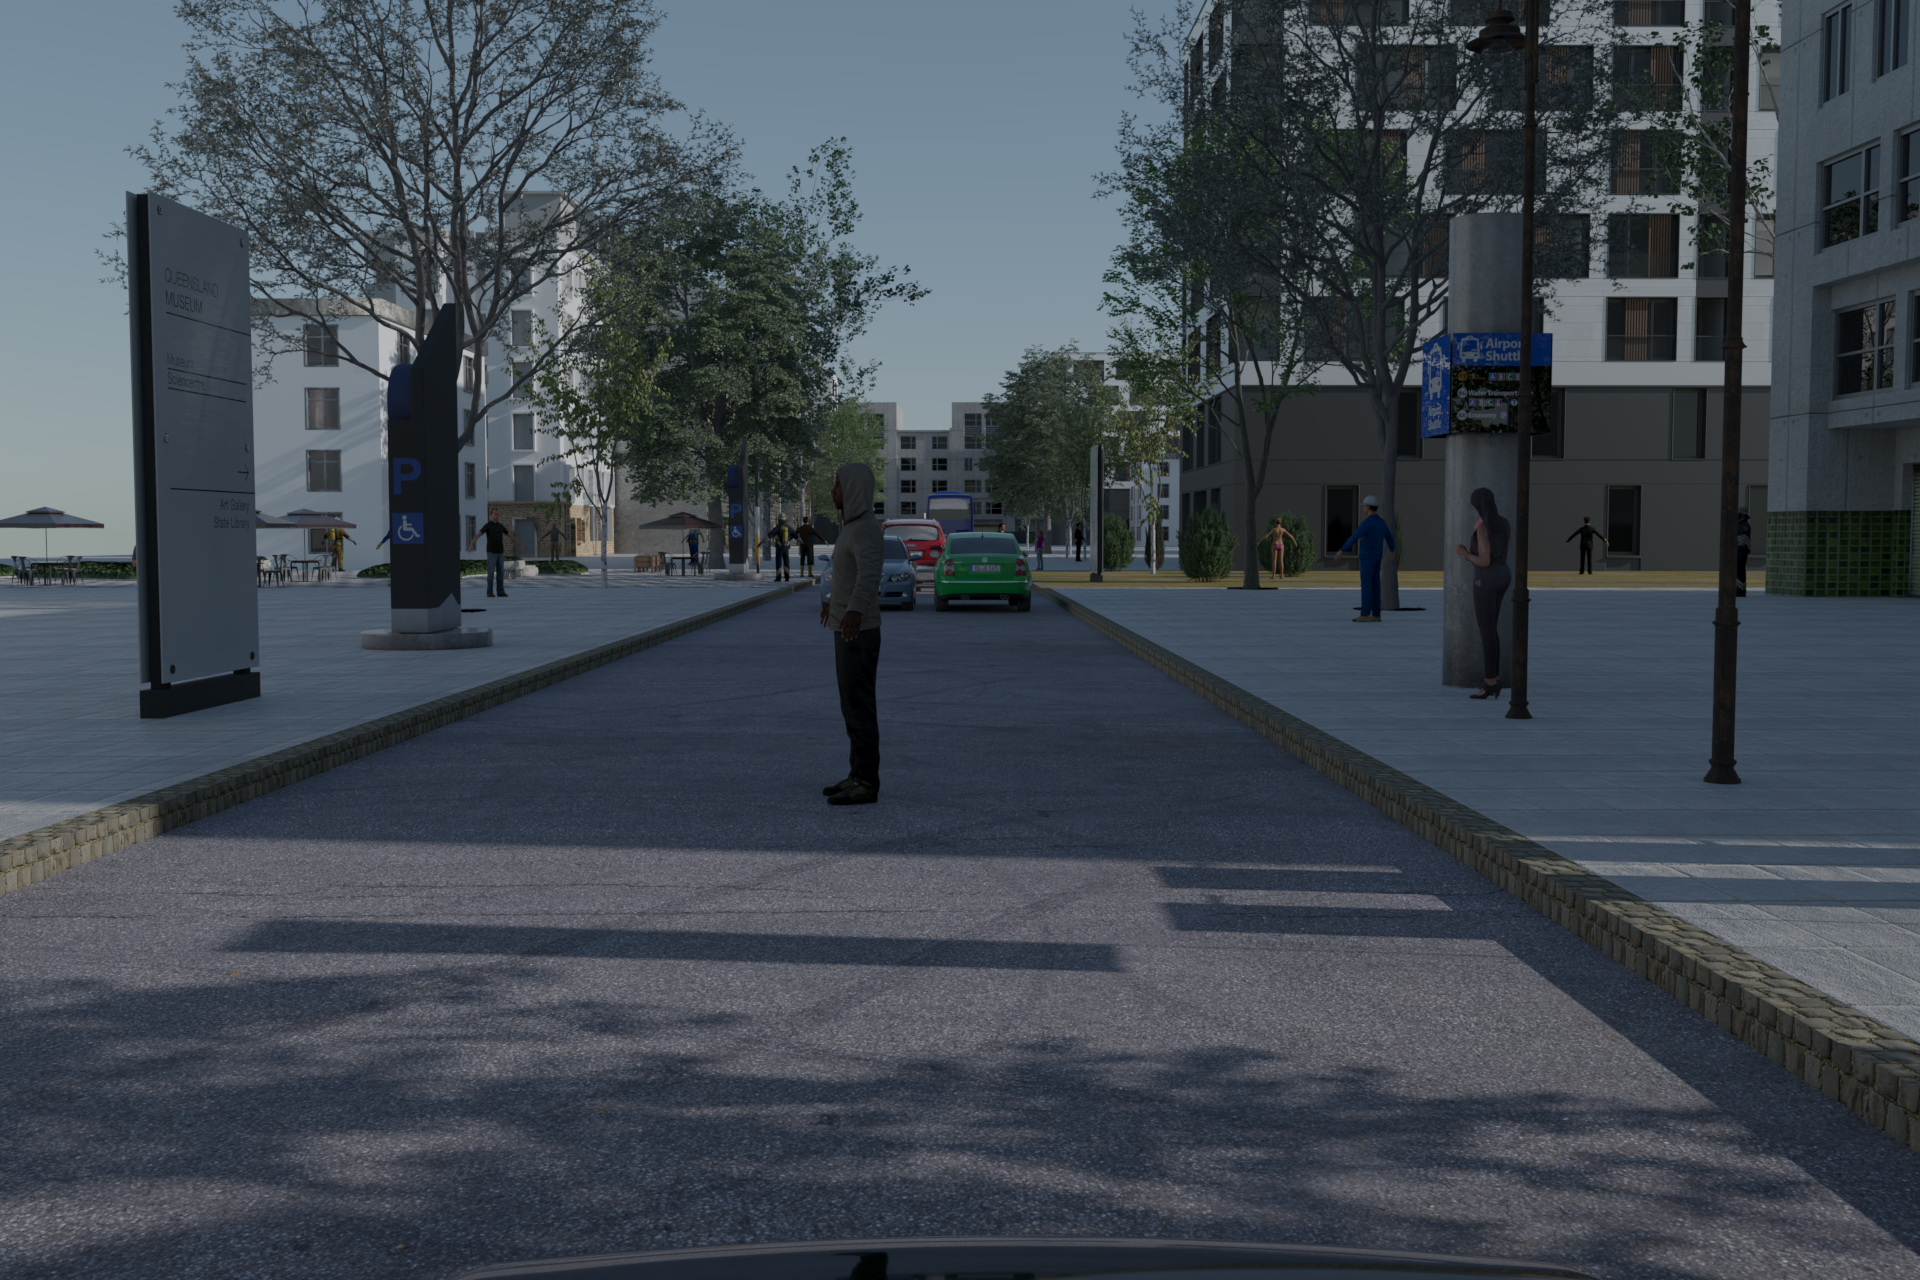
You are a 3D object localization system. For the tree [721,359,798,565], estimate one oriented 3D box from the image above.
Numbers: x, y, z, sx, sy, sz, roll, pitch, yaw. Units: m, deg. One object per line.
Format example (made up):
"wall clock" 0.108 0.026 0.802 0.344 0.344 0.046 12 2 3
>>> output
"tree" -8.511 -7.409 71.502 4.737 8.622 4.395 0 3 0

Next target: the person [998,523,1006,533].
"person" 1.452 -3.091 59.175 1.347 1.806 0.705 -3 5 -44

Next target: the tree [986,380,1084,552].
"tree" 5.320 -12.726 126.191 7.486 12.596 7.792 0 3 0

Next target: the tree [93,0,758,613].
"tree" -8.356 -7.210 28.259 12.009 13.543 11.850 0 3 0

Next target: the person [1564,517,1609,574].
"person" 19.915 -3.005 55.062 1.347 1.837 0.705 1 4 17

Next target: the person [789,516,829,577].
"person" -4.602 -2.794 51.821 1.346 1.812 0.704 0 4 7

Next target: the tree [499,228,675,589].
"tree" -8.516 -5.531 40.798 4.737 8.622 4.395 0 3 0

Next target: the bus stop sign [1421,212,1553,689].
"bus stop sign" 4.402 -1.562 14.552 0.837 3.901 0.837 0 4 -1

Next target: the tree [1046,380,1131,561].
"tree" 6.300 -8.160 83.775 4.737 8.622 4.395 0 3 0

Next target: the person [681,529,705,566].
"person" -10.793 -3.942 70.307 1.347 1.847 0.705 3 5 39

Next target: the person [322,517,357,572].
"person" -21.189 -3.254 58.974 1.354 1.858 0.705 1 4 16

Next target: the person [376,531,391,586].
"person" -13.965 -2.259 42.900 0.705 1.833 1.349 1 4 16

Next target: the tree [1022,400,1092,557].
"tree" 6.026 -8.833 94.783 4.360 8.622 3.978 0 3 0

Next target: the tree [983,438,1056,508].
"tree" 6.168 -12.365 136.580 8.767 10.594 7.601 0 4 -5

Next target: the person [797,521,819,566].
"person" -6.138 -3.939 70.524 0.704 1.817 1.347 2 4 33

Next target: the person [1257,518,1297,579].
"person" 9.070 -2.616 49.580 1.217 1.733 0.721 -1 4 -8

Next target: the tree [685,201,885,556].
"tree" -10.412 -15.020 101.467 12.611 20.169 13.585 0 3 0

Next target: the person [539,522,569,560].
"person" -18.008 -4.318 76.870 1.348 1.796 0.705 0 4 4

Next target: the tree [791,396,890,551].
"tree" -8.977 -12.483 129.852 9.928 11.665 9.643 0 3 0

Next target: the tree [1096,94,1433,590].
"tree" 6.882 -6.986 39.971 9.928 11.665 9.643 0 3 0

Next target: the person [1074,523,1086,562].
"person" 5.543 -4.552 80.609 0.705 1.806 1.347 1 4 23

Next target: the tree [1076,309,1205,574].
"tree" 6.004 -6.443 55.707 4.737 8.622 4.395 0 3 0

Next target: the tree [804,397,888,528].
"tree" -9.560 -13.728 142.582 7.486 12.596 7.792 0 3 0

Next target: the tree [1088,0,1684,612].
"tree" 7.157 -7.249 28.884 12.009 13.543 11.850 0 3 0

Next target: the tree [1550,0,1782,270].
"tree" 22.531 -11.608 45.685 12.611 20.169 13.585 0 3 0

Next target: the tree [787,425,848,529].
"tree" -9.981 -10.030 114.358 4.360 8.622 3.978 0 3 0

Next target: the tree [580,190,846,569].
"tree" -9.029 -9.569 63.106 9.857 13.997 8.962 0 3 0

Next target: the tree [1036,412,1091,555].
"tree" 6.691 -9.420 104.384 4.360 8.622 3.978 0 3 0

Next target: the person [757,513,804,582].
"person" -4.792 -2.497 46.610 1.354 1.856 0.705 -2 4 -27

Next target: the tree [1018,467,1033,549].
"tree" 5.472 -11.892 144.803 4.360 8.622 3.978 0 3 0

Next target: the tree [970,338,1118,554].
"tree" 5.596 -12.623 113.037 9.857 13.997 8.962 0 3 0

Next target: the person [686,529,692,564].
"person" -11.333 -4.084 72.998 0.704 1.802 1.346 -1 4 -18

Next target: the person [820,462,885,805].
"person" -0.584 -0.044 9.304 0.705 1.813 1.348 -1 4 -9

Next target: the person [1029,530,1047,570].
"person" 2.787 -3.192 61.451 0.599 1.433 0.991 3 5 41

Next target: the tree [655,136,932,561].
"tree" -8.073 -13.836 82.108 12.611 20.169 13.585 0 3 0
